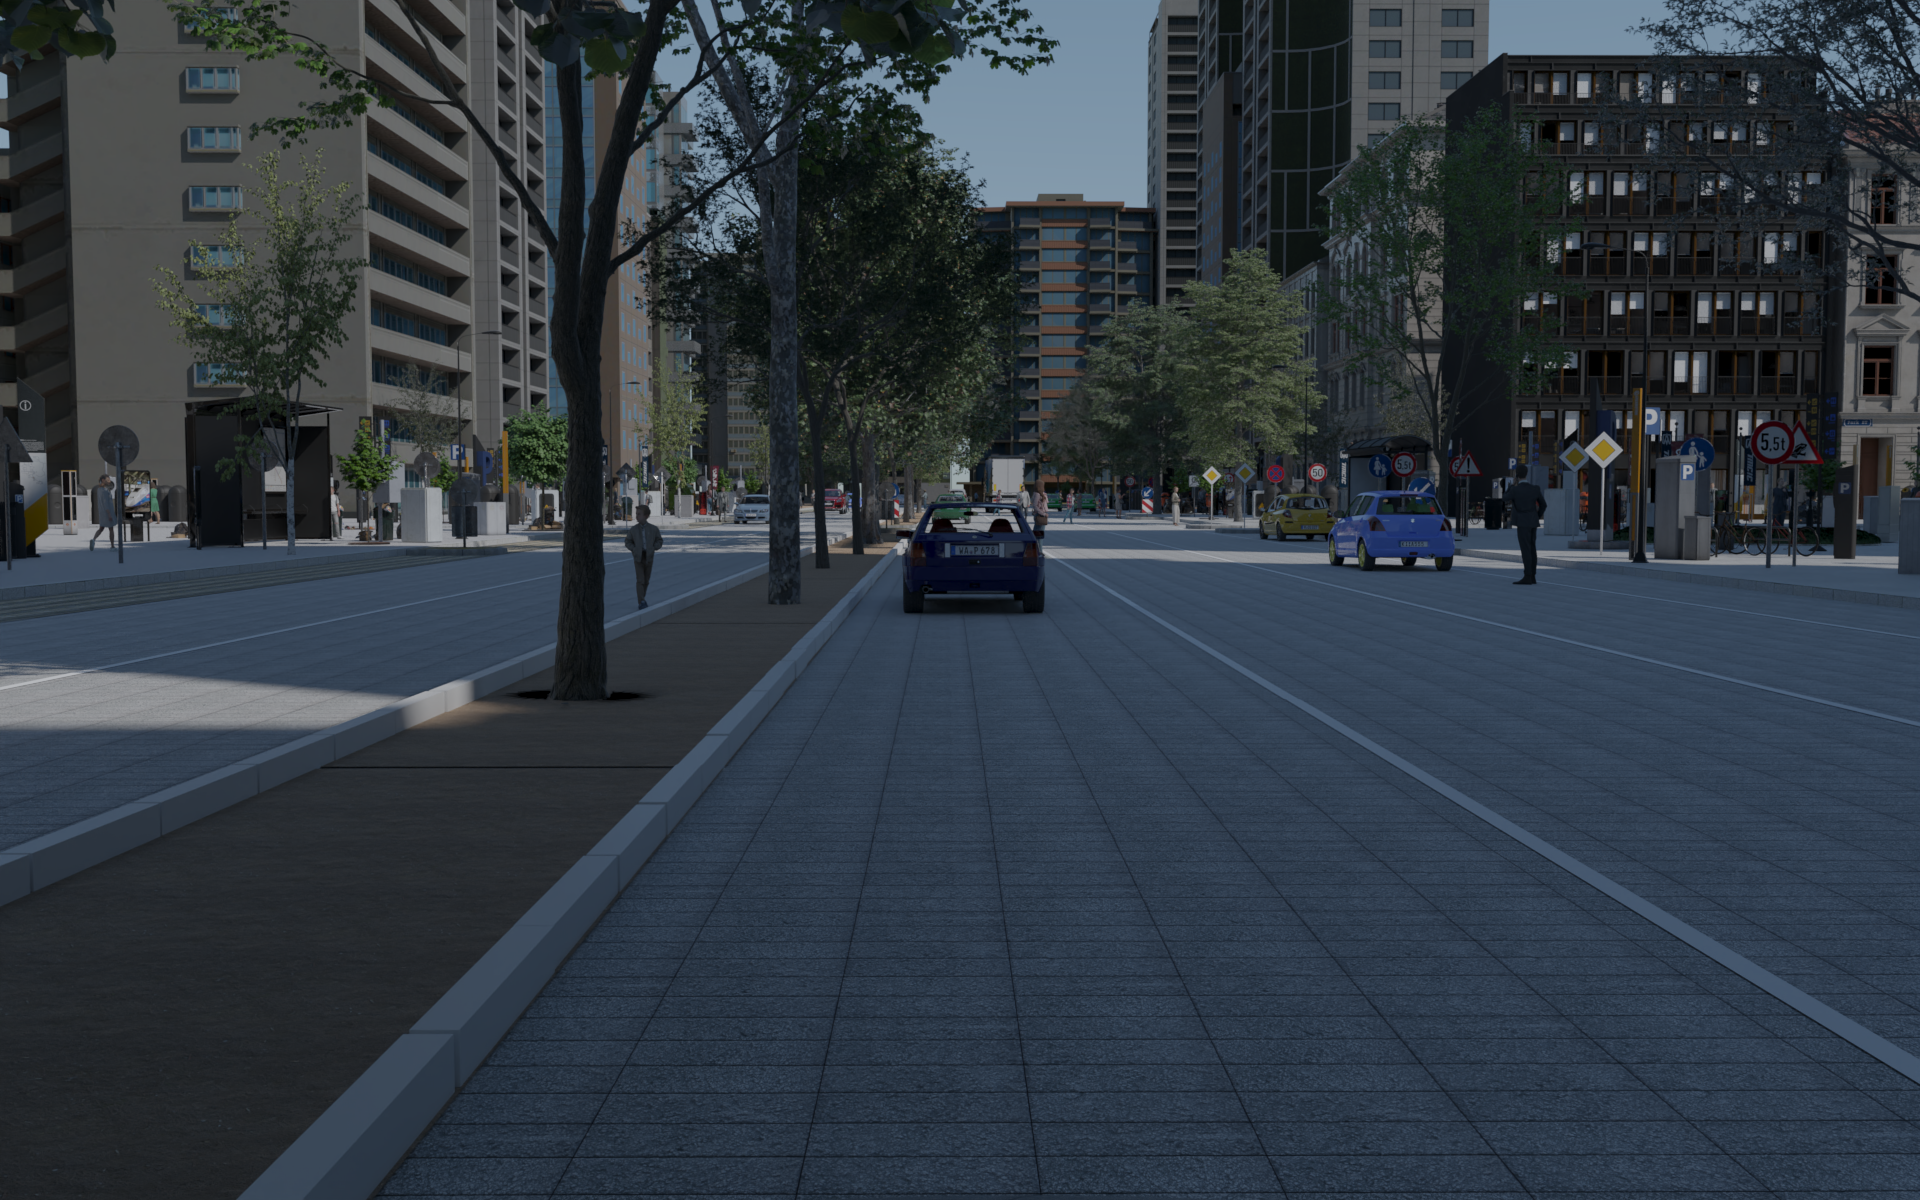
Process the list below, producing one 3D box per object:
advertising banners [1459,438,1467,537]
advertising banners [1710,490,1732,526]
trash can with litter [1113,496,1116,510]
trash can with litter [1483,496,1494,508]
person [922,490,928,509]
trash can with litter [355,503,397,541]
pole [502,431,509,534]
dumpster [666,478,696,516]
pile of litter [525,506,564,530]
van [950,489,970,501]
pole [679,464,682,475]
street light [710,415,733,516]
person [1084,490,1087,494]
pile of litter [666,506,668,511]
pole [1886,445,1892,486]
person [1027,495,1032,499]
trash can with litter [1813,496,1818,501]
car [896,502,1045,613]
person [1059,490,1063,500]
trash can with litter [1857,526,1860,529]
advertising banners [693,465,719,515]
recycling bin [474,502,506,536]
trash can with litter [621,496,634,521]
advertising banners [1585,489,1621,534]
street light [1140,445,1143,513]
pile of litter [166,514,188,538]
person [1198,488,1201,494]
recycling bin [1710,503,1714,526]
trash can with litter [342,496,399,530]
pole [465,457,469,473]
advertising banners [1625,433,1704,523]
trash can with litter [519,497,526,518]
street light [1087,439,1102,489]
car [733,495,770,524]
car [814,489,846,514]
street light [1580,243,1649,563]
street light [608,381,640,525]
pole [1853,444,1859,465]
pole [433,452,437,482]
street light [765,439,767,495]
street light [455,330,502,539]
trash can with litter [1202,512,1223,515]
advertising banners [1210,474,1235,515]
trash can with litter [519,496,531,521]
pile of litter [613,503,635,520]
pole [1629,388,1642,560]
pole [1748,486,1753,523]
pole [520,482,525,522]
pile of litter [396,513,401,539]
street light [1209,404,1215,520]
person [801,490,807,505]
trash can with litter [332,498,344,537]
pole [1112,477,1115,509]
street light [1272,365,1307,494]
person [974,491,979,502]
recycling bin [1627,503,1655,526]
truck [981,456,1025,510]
[{"bbox_3d":[15.438,-3.486,53.181,0.090,3.025,2.074,1,4,11],"label":"advertising banners"},{"bbox_3d":[24.235,-3.702,56.711,0.090,3.025,2.074,-3,5,-41],"label":"advertising banners"},{"bbox_3d":[12.546,-7.637,136.246,0.624,1.170,1.055,-2,4,-32],"label":"trash can with litter"},{"bbox_3d":[24.984,-4.245,80.796,1.055,1.170,0.624,0,4,-1],"label":"trash can with litter"},{"bbox_3d":[-3.079,-8.690,150.666,0.705,1.814,1.350,2,4,24],"label":"person"},{"bbox_3d":[-16.017,-2.203,47.408,1.055,1.170,0.624,0,4,-1],"label":"trash can with litter"},{"bbox_3d":[-14.766,-3.819,56.288,0.158,3.312,0.155,0,3,0],"label":"pole"},{"bbox_3d":[-16.675,-6.173,103.429,1.502,2.255,1.985,0,4,-1],"label":"dumpster"},{"bbox_3d":[-14.841,-2.976,62.622,1.719,0.858,1.176,0,4,2],"label":"pile of litter"},{"bbox_3d":[-0.209,-8.128,139.902,2.013,2.044,4.112,0,4,1],"label":"van"},{"bbox_3d":[-19.031,-7.595,118.022,0.158,3.312,0.155,0,3,0],"label":"pole"},{"bbox_3d":[-14.015,-7.900,101.706,1.470,5.913,1.316,0,4,0],"label":"street light"},{"bbox_3d":[12.302,-10.063,171.366,0.721,1.735,1.217,-1,4,-11],"label":"person"},{"bbox_3d":[-21.747,-7.069,129.546,1.176,0.858,1.719,-2,4,-35],"label":"pile of litter"},{"bbox_3d":[38.915,-4.817,72.597,0.158,3.312,0.155,0,3,0],"label":"pole"},{"bbox_3d":[7.121,-10.896,186.644,1.348,1.824,0.705,1,4,11],"label":"person"},{"bbox_3d":[66.316,-7.578,135.293,0.624,1.170,1.055,-1,4,-17],"label":"trash can with litter"},{"bbox_3d":[0.143,-0.588,22.201,1.945,1.354,3.894,0,4,-1],"label":"car"},{"bbox_3d":[9.439,-9.447,162.954,0.705,1.824,1.348,-1,4,-12],"label":"person"},{"bbox_3d":[29.847,-2.945,59.208,1.678,1.210,2.233,-3,4,-38],"label":"trash can with litter"},{"bbox_3d":[-15.730,-6.699,105.714,2.074,3.025,0.090,-1,4,-9],"label":"advertising banners"},{"bbox_3d":[-14.663,-2.536,54.019,0.722,1.027,0.722,3,4,39],"label":"recycling bin"},{"bbox_3d":[-15.665,-4.316,81.947,0.624,1.170,1.055,-1,4,-20],"label":"trash can with litter"},{"bbox_3d":[20.177,-3.502,53.442,0.090,3.025,2.074,-2,4,-29],"label":"advertising banners"},{"bbox_3d":[11.597,-8.737,115.398,1.470,5.913,1.316,0,4,0],"label":"street light"},{"bbox_3d":[-22.393,-2.259,50.893,1.719,0.858,1.176,-1,4,-22],"label":"pile of litter"},{"bbox_3d":[22.843,-9.695,164.648,0.705,1.812,1.348,0,4,2],"label":"person"},{"bbox_3d":[22.016,-2.402,51.831,0.722,1.027,0.722,-2,4,-30],"label":"recycling bin"},{"bbox_3d":[-21.683,-3.149,62.537,2.233,1.210,1.678,2,4,35],"label":"trash can with litter"},{"bbox_3d":[-27.013,-6.181,94.894,0.158,3.312,0.155,0,3,0],"label":"pole"},{"bbox_3d":[20.446,-3.308,50.277,2.074,3.025,0.090,1,4,16],"label":"advertising banners"},{"bbox_3d":[-23.868,-5.052,93.989,0.624,1.170,1.055,-1,4,-16],"label":"trash can with litter"},{"bbox_3d":[11.414,-10.613,146.061,1.470,5.913,1.316,0,4,0],"label":"street light"},{"bbox_3d":[-9.817,-4.376,83.545,2.014,1.417,4.499,0,4,1],"label":"car"},{"bbox_3d":[-9.215,-7.023,123.495,2.281,1.827,5.304,0,4,-1],"label":"car"},{"bbox_3d":[12.157,-3.646,32.159,1.470,5.913,1.316,0,4,0],"label":"street light"},{"bbox_3d":[-13.862,-6.051,71.473,1.470,5.913,1.316,0,4,0],"label":"street light"},{"bbox_3d":[36.802,-4.733,71.233,0.158,3.312,0.155,0,3,0],"label":"pole"},{"bbox_3d":[-25.650,-5.555,84.659,0.158,3.312,0.155,0,3,0],"label":"pole"},{"bbox_3d":[-14.336,-9.791,132.622,1.470,5.913,1.316,0,4,0],"label":"street light"},{"bbox_3d":[-13.683,-4.691,49.242,1.470,5.913,1.316,0,4,0],"label":"street light"},{"bbox_3d":[15.590,-5.921,107.859,1.678,1.210,2.233,2,4,34],"label":"trash can with litter"},{"bbox_3d":[16.014,-6.601,104.107,2.074,3.025,0.090,-1,4,-12],"label":"advertising banners"},{"bbox_3d":[-21.276,-4.381,82.680,1.678,1.210,2.233,3,5,39],"label":"trash can with litter"},{"bbox_3d":[-16.855,-4.343,84.975,1.719,0.858,1.176,0,4,-1],"label":"pile of litter"},{"bbox_3d":[13.084,-2.426,33.507,0.158,3.312,0.155,0,3,0],"label":"pole"},{"bbox_3d":[35.570,-5.138,77.854,0.158,3.312,0.155,0,3,0],"label":"pole"},{"bbox_3d":[-20.021,-5.220,79.186,0.158,3.312,0.155,0,3,0],"label":"pole"},{"bbox_3d":[-15.659,-2.195,49.851,1.176,0.858,1.719,0,4,5],"label":"pile of litter"},{"bbox_3d":[11.861,-6.888,85.165,1.470,5.913,1.316,0,4,0],"label":"street light"},{"bbox_3d":[-19.025,-12.445,210.301,1.217,1.735,0.721,3,5,40],"label":"person"},{"bbox_3d":[-18.725,-2.426,51.060,1.055,1.170,0.624,-1,4,-20],"label":"trash can with litter"},{"bbox_3d":[12.836,-9.229,144.740,0.158,3.312,0.155,0,3,0],"label":"pole"},{"bbox_3d":[11.917,-5.495,62.392,1.470,5.913,1.316,0,4,0],"label":"street light"},{"bbox_3d":[2.011,-12.408,211.356,0.705,1.826,1.348,-2,4,-24],"label":"person"},{"bbox_3d":[19.185,-2.198,48.499,0.722,1.027,0.722,-1,4,-20],"label":"recycling bin"},{"bbox_3d":[3.271,-8.744,131.879,2.839,4.237,11.283,0,4,-2],"label":"truck"}]
